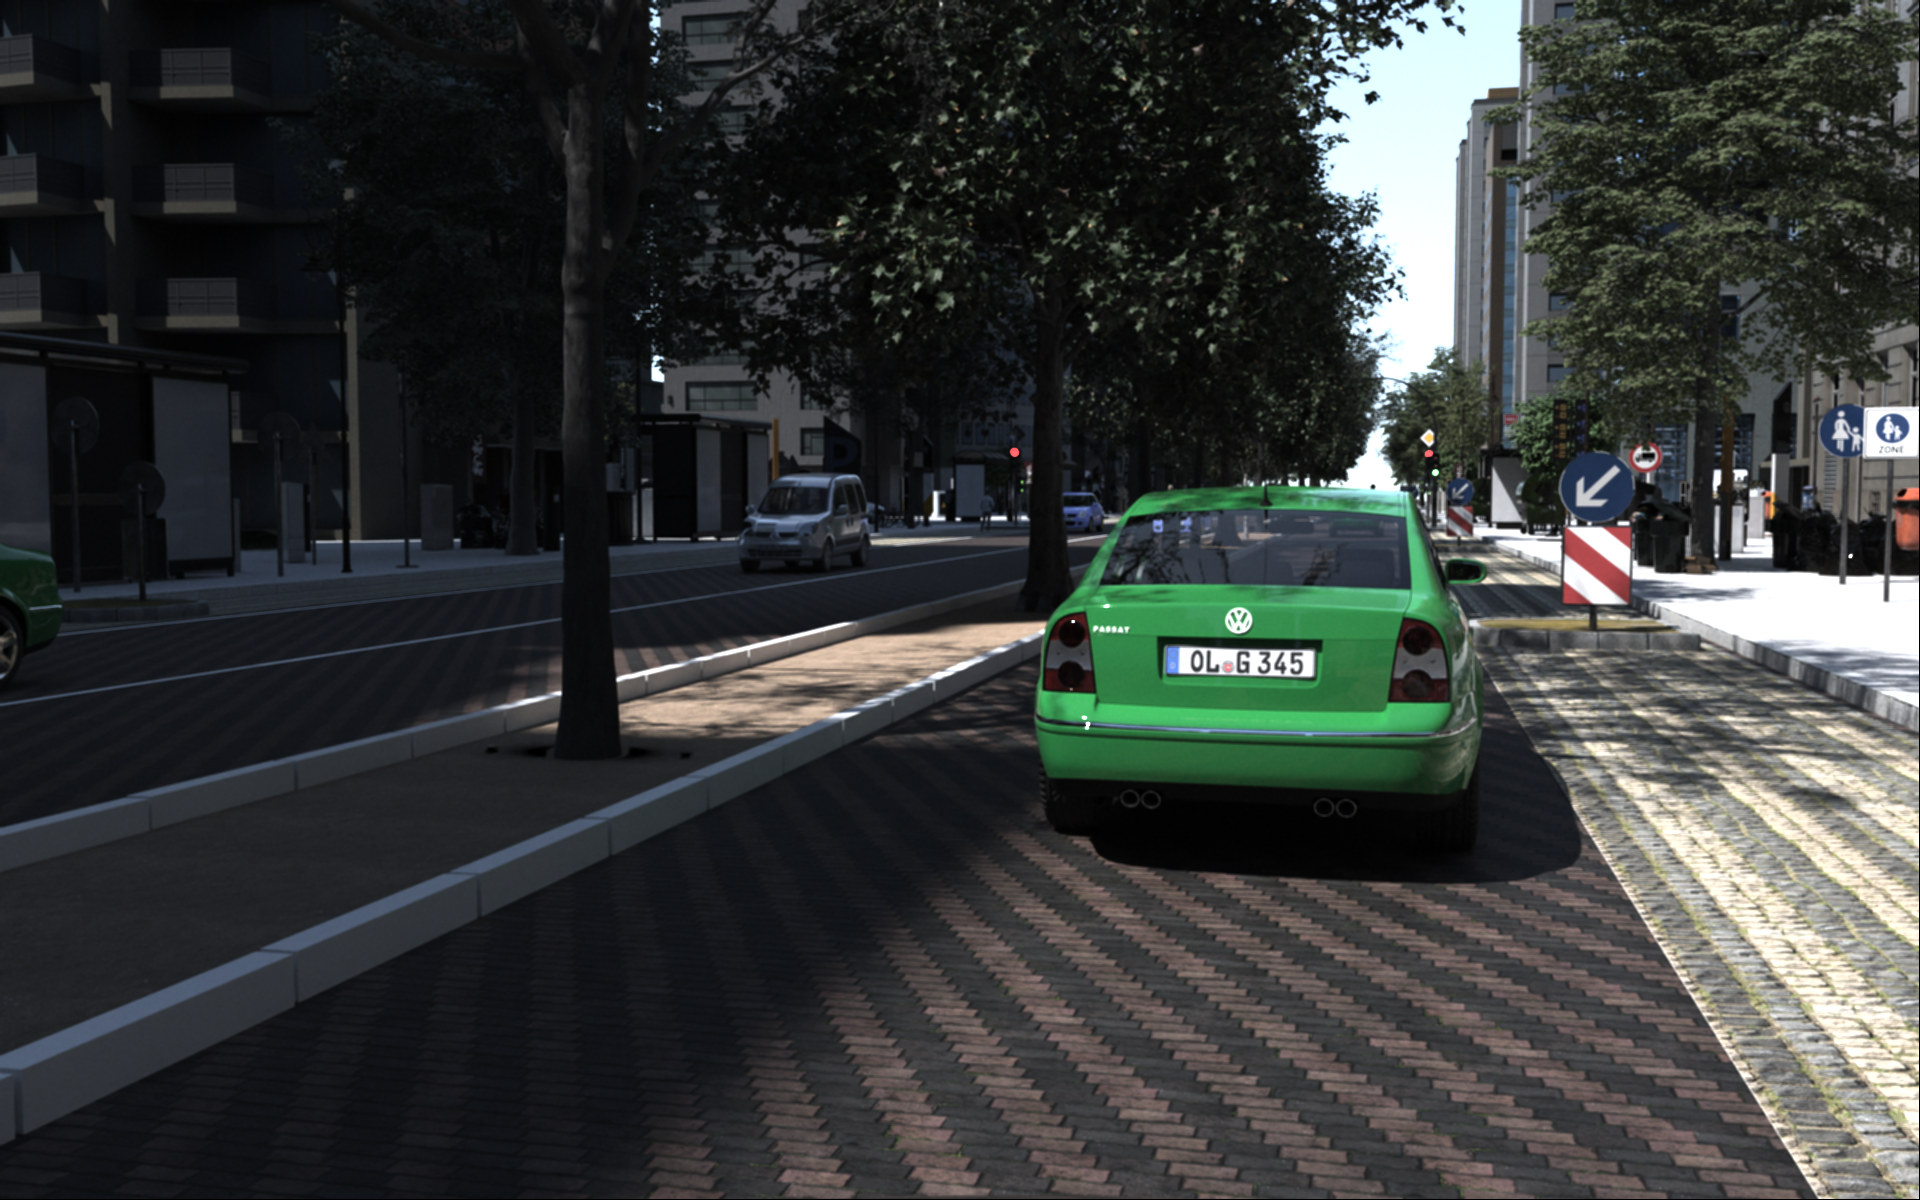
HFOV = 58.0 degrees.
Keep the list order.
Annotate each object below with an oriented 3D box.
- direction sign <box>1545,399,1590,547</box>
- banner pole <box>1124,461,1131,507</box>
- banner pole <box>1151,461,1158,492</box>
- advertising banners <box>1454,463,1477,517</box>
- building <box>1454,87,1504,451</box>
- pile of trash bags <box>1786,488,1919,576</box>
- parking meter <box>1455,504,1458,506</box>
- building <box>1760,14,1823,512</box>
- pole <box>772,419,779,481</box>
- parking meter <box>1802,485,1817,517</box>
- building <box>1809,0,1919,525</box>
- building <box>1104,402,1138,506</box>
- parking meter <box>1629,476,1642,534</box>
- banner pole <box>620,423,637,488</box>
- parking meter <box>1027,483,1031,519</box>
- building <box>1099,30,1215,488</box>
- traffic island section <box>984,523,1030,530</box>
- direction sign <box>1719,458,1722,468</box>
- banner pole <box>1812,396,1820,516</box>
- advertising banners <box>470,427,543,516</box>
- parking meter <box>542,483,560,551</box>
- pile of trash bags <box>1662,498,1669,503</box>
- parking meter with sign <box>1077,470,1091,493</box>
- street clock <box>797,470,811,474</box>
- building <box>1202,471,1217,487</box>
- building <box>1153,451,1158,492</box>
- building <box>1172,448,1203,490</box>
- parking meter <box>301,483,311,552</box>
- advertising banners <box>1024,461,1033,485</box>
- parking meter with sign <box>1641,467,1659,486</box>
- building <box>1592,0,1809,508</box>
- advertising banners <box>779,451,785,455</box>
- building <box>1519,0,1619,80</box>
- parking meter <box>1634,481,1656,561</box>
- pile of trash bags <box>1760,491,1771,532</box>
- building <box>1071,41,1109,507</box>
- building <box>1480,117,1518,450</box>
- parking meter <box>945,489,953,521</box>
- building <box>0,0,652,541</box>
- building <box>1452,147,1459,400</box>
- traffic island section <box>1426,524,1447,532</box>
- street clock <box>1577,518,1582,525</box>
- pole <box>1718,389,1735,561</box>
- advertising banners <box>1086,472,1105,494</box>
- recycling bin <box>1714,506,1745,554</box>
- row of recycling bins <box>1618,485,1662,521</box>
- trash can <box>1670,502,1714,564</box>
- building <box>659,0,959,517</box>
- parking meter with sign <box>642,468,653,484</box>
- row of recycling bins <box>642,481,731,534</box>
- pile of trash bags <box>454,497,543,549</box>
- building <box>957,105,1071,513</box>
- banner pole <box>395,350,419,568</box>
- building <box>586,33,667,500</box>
[{"bbox_3d":[14.623,-3.028,41.507,0.876,3.537,0.379,0,4,-2],"label":"direction sign"},{"bbox_3d":[12.726,-8.638,131.245,0.401,3.779,0.863,-3,5,-44],"label":"banner pole"},{"bbox_3d":[14.603,-8.563,130.014,0.401,3.779,0.863,-3,5,-45],"label":"banner pole"},{"bbox_3d":[28.461,-6.109,96.063,2.074,3.025,0.090,1,4,15],"label":"advertising banners"},{"bbox_3d":[85.419,-43.676,256.107,21.231,58.520,28.212,1,4,13],"label":"building"},{"bbox_3d":[14.462,-1.071,27.267,1.912,1.369,3.447,1,4,9],"label":"pile of trash bags"},{"bbox_3d":[29.866,-6.002,103.846,0.399,1.863,0.255,-2,4,-27],"label":"parking meter"},{"bbox_3d":[56.088,-26.308,84.753,28.867,44.769,22.147,1,4,13],"label":"building"},{"bbox_3d":[-5.004,-3.255,47.060,0.158,3.312,0.155,0,3,0],"label":"pole"},{"bbox_3d":[23.998,-2.479,48.945,0.372,1.533,0.369,0,3,0],"label":"parking meter"},{"bbox_3d":[30.985,-12.616,39.561,16.112,22.955,30.059,1,4,13],"label":"building"},{"bbox_3d":[5.141,-20.800,185.124,27.650,21.520,28.899,1,4,13],"label":"building"},{"bbox_3d":[21.928,-3.091,56.254,0.255,1.863,0.399,2,4,35],"label":"parking meter"},{"bbox_3d":[-10.751,-4.050,56.235,0.863,3.779,0.401,-2,4,-29],"label":"banner pole"},{"bbox_3d":[3.648,-5.165,90.162,0.255,1.863,0.399,0,4,-5],"label":"parking meter"},{"bbox_3d":[29.012,-50.752,268.041,20.563,71.187,20.611,1,4,13],"label":"building"},{"bbox_3d":[2.268,-2.970,70.846,2.009,0.180,2.903,1,4,13],"label":"traffic island section"},{"bbox_3d":[47.905,-7.115,108.333,0.876,3.537,0.379,1,4,15],"label":"direction sign"},{"bbox_3d":[21.818,-3.315,44.213,0.401,3.779,0.863,2,4,27],"label":"banner pole"},{"bbox_3d":[-11.758,-2.976,44.839,2.074,3.025,0.090,-3,4,-38],"label":"advertising banners"},{"bbox_3d":[-9.202,-1.871,38.995,0.372,1.533,0.369,0,3,0],"label":"parking meter"},{"bbox_3d":[35.079,-4.796,88.173,1.912,1.369,3.447,2,4,26],"label":"pile of trash bags"},{"bbox_3d":[8.983,-8.068,128.176,0.543,3.016,1.738,-2,4,-27],"label":"parking meter with sign"},{"bbox_3d":[-4.611,-2.859,51.310,0.471,2.002,0.358,-1,4,-8],"label":"street clock"},{"bbox_3d":[31.495,-27.482,294.371,27.650,21.520,28.899,1,4,13],"label":"building"},{"bbox_3d":[16.894,-31.819,203.835,14.154,41.232,14.086,1,4,13],"label":"building"},{"bbox_3d":[27.688,-29.363,251.782,14.160,30.474,14.107,1,4,13],"label":"building"},{"bbox_3d":[-14.587,-1.832,38.369,0.372,1.533,0.369,0,3,0],"label":"parking meter"},{"bbox_3d":[4.425,-5.891,92.501,2.074,3.025,0.090,0,4,6],"label":"advertising banners"},{"bbox_3d":[37.552,-6.069,95.491,1.738,3.016,0.543,2,4,25],"label":"parking meter with sign"},{"bbox_3d":[56.287,-49.668,124.741,22.319,86.520,31.000,1,4,13],"label":"building"},{"bbox_3d":[-7.656,-4.522,70.130,0.090,3.025,2.074,2,4,27],"label":"advertising banners"},{"bbox_3d":[61.564,-37.631,157.261,21.231,58.520,28.212,1,4,13],"label":"building"},{"bbox_3d":[13.212,-1.529,33.416,0.372,1.533,0.369,0,3,0],"label":"parking meter"},{"bbox_3d":[26.811,-2.999,58.791,1.912,1.369,3.447,0,4,1],"label":"pile of trash bags"},{"bbox_3d":[6.088,-31.311,162.051,14.600,45.320,14.200,1,4,13],"label":"building"},{"bbox_3d":[68.763,-33.790,202.577,14.600,45.320,14.200,1,4,13],"label":"building"},{"bbox_3d":[-0.497,-4.451,81.177,0.372,1.533,0.369,0,3,0],"label":"parking meter"},{"bbox_3d":[-26.419,-24.514,55.429,28.867,44.769,22.147,1,4,13],"label":"building"},{"bbox_3d":[91.660,-45.356,283.571,21.231,58.520,28.212,1,4,13],"label":"building"},{"bbox_3d":[18.352,-2.735,66.991,2.009,0.180,2.903,1,4,13],"label":"traffic island section"},{"bbox_3d":[20.574,-3.230,57.373,0.358,2.002,0.471,-2,4,-30],"label":"street clock"},{"bbox_3d":[14.714,-2.409,33.223,0.158,3.312,0.155,0,3,0],"label":"pole"},{"bbox_3d":[10.578,-8.617,137.070,2.074,3.025,0.090,-1,4,-10],"label":"advertising banners"},{"bbox_3d":[16.594,-1.532,37.602,0.722,1.027,0.722,1,4,18],"label":"recycling bin"},{"bbox_3d":[31.451,-4.533,81.234,1.069,1.692,3.534,-2,4,-25],"label":"row of recycling bins"},{"bbox_3d":[13.547,-1.250,32.089,0.748,1.137,0.748,0,3,0],"label":"trash can"},{"bbox_3d":[-8.474,-20.212,102.170,14.160,30.474,14.107,1,4,13],"label":"building"},{"bbox_3d":[-15.498,-5.504,86.257,0.543,3.016,1.738,-3,5,-39],"label":"parking meter with sign"},{"bbox_3d":[-8.231,-2.857,53.820,3.534,1.692,1.069,-2,4,-24],"label":"row of recycling bins"},{"bbox_3d":[-11.484,-1.948,41.601,3.447,1.369,1.912,2,4,25],"label":"pile of trash bags"},{"bbox_3d":[-4.294,-35.978,130.244,21.231,58.520,28.212,1,4,13],"label":"building"},{"bbox_3d":[-9.632,-2.443,29.960,0.401,3.779,0.863,-1,4,-10],"label":"banner pole"},{"bbox_3d":[-34.787,-31.725,107.938,27.495,52.752,28.713,1,4,13],"label":"building"}]
